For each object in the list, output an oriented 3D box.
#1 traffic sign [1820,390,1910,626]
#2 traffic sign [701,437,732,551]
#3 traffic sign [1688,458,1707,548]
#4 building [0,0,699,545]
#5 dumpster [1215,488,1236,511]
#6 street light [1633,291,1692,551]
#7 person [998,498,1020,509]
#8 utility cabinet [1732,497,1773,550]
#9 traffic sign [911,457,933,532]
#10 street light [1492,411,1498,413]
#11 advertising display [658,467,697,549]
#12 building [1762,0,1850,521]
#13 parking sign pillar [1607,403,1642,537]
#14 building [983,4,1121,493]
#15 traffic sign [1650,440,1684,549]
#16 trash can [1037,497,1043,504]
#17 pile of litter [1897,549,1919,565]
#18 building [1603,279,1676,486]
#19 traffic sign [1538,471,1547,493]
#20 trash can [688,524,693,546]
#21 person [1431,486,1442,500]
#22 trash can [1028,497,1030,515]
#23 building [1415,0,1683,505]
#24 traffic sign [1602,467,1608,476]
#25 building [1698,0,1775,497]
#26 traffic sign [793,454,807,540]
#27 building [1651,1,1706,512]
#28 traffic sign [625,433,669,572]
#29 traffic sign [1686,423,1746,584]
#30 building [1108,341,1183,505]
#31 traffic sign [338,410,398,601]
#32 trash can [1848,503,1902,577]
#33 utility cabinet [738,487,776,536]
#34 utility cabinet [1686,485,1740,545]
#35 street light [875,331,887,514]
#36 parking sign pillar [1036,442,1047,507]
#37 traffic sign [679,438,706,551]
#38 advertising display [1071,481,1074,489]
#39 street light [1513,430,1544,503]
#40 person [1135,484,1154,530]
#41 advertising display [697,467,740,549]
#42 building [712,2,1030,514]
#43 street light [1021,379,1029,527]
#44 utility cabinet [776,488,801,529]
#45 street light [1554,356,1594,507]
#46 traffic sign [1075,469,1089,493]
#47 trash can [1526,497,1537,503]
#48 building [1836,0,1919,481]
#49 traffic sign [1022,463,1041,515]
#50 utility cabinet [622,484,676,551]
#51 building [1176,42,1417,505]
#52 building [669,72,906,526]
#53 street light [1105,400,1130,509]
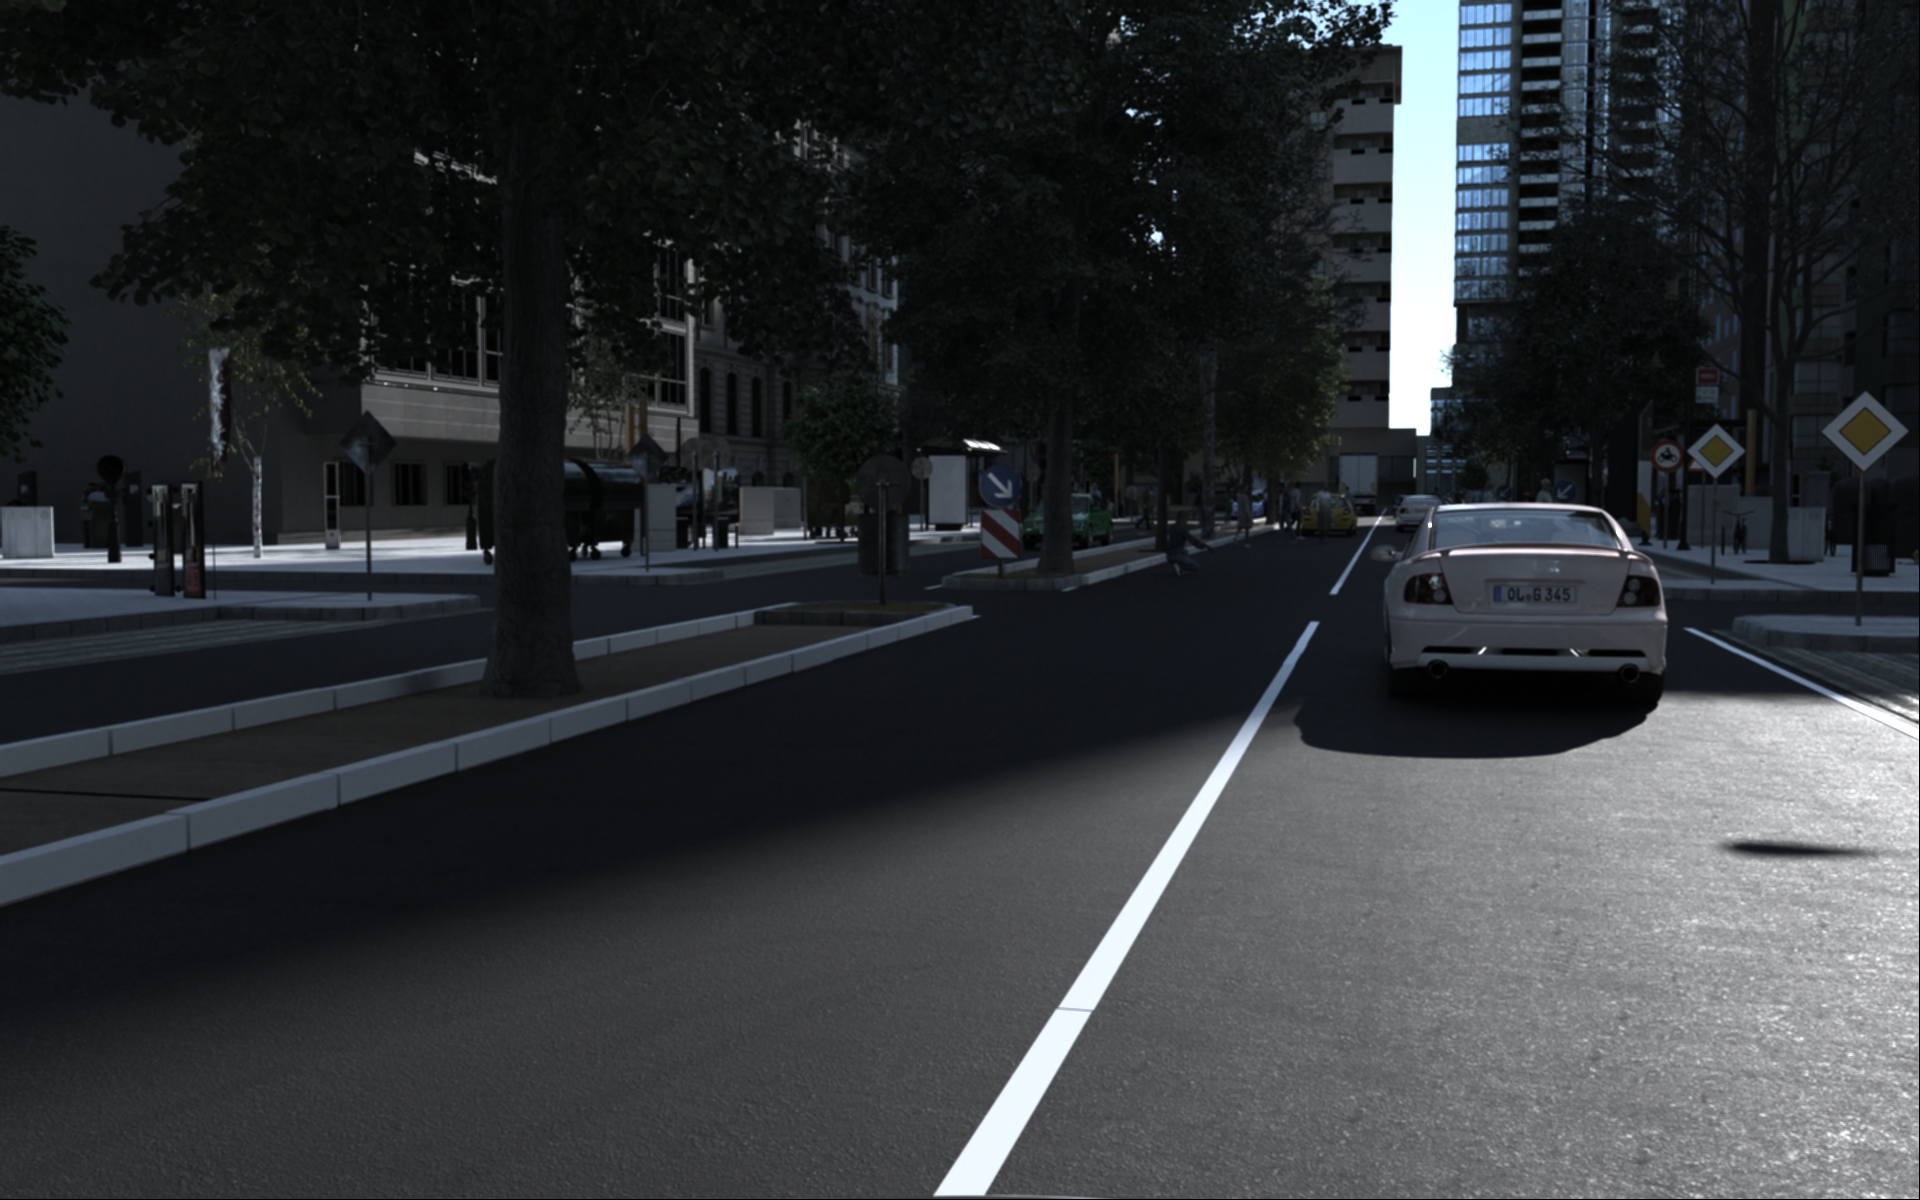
[{"bbox_3d":[8.744,-0.805,16.802,0.795,2.450,0.064,1,4,14],"label":"traffic sign"},{"bbox_3d":[-5.459,-2.362,38.726,0.768,2.556,0.104,1,4,22],"label":"traffic sign"},{"bbox_3d":[17.620,-2.510,41.050,0.884,2.594,0.081,1,4,22],"label":"traffic sign"},{"bbox_3d":[-19.322,-16.008,55.239,14.314,27.812,24.014,1,4,14],"label":"building"},{"bbox_3d":[18.727,-7.043,123.360,1.865,1.857,1.264,1,4,14],"label":"dumpster"},{"bbox_3d":[15.990,-4.094,39.485,1.470,5.913,1.316,1,4,14],"label":"street light"},{"bbox_3d":[1.162,-1.977,41.659,0.563,1.720,0.643,-1,4,-15],"label":"person"},{"bbox_3d":[18.475,-1.771,40.110,1.020,1.237,0.306,1,4,16],"label":"utility cabinet"},{"bbox_3d":[-1.309,-3.606,59.066,0.768,2.556,0.104,1,4,16],"label":"traffic sign"},{"bbox_3d":[30.312,-7.578,96.435,1.470,5.913,1.316,1,4,14],"label":"street light"},{"bbox_3d":[-6.577,-2.167,40.645,0.974,1.923,0.123,-1,4,-22],"label":"advertising display"},{"bbox_3d":[47.570,-24.557,85.094,14.154,41.232,14.086,1,4,14],"label":"building"},{"bbox_3d":[20.025,-3.890,52.076,1.447,3.967,1.447,-1,4,-12],"label":"parking sign pillar"},{"bbox_3d":[-0.436,-34.688,156.393,27.495,52.752,28.713,1,4,14],"label":"building"},{"bbox_3d":[16.554,-2.475,40.577,0.768,2.556,0.104,1,4,22],"label":"traffic sign"},{"bbox_3d":[3.810,-4.028,77.516,0.748,1.137,0.748,0,3,0],"label":"trash can"},{"bbox_3d":[17.978,-1.079,31.613,1.719,0.858,1.176,0,4,7],"label":"pile of litter"},{"bbox_3d":[67.680,-18.036,139.930,27.650,21.520,28.899,1,4,14],"label":"building"},{"bbox_3d":[32.041,-5.854,95.820,0.768,2.556,0.104,1,4,22],"label":"traffic sign"},{"bbox_3d":[-6.909,-1.924,43.105,0.748,1.137,0.748,0,3,0],"label":"trash can"},{"bbox_3d":[23.790,-4.782,86.677,0.713,1.824,0.794,-2,4,-25],"label":"person"},{"bbox_3d":[3.806,-5.070,94.544,0.748,1.137,0.748,0,3,0],"label":"trash can"},{"bbox_3d":[67.770,-53.931,194.445,31.000,86.520,22.319,1,4,14],"label":"building"},{"bbox_3d":[21.886,-3.469,57.910,0.795,2.450,0.064,1,4,23],"label":"traffic sign"},{"bbox_3d":[51.089,-27.457,99.034,14.600,45.320,14.200,1,4,14],"label":"building"},{"bbox_3d":[-4.277,-2.921,47.857,0.768,2.556,0.104,2,4,23],"label":"traffic sign"},{"bbox_3d":[58.296,-41.409,115.289,20.563,71.187,20.611,1,4,14],"label":"building"},{"bbox_3d":[-5.159,-1.522,28.535,0.795,2.450,0.064,1,4,14],"label":"traffic sign"},{"bbox_3d":[10.689,-1.279,24.548,0.795,2.450,0.064,1,4,14],"label":"traffic sign"},{"bbox_3d":[12.796,-22.526,213.342,28.899,21.520,27.650,1,4,14],"label":"building"},{"bbox_3d":[-7.105,-1.049,20.790,0.795,2.450,0.064,1,4,14],"label":"traffic sign"},{"bbox_3d":[14.238,-0.937,26.978,0.748,1.137,0.748,0,3,0],"label":"trash can"},{"bbox_3d":[-6.250,-2.708,52.962,0.318,1.500,1.173,3,5,44],"label":"utility cabinet"},{"bbox_3d":[18.601,-2.086,42.782,1.173,1.500,0.318,1,4,22],"label":"utility cabinet"},{"bbox_3d":[-1.791,-4.613,47.966,1.470,5.913,1.316,1,4,14],"label":"street light"},{"bbox_3d":[4.199,-5.826,83.726,1.447,3.967,1.447,-3,5,-45],"label":"parking sign pillar"},{"bbox_3d":[-5.986,-2.383,39.073,0.768,2.556,0.104,1,4,16],"label":"traffic sign"},{"bbox_3d":[5.312,-5.066,88.048,0.974,1.923,0.123,1,4,12],"label":"advertising display"},{"bbox_3d":[25.476,-6.412,77.385,1.470,5.913,1.316,1,4,14],"label":"street light"},{"bbox_3d":[7.400,-3.719,69.209,0.836,1.842,0.656,-1,4,-15],"label":"person"},{"bbox_3d":[-5.630,-2.166,40.628,0.974,1.923,0.123,-2,4,-34],"label":"advertising display"},{"bbox_3d":[-11.705,-26.164,119.655,32.217,40.220,23.993,1,4,14],"label":"building"},{"bbox_3d":[3.067,-5.793,67.260,1.470,5.913,1.316,1,4,14],"label":"street light"},{"bbox_3d":[-6.404,-3.330,63.123,1.173,1.500,0.318,-1,4,-15],"label":"utility cabinet"},{"bbox_3d":[20.733,-5.255,58.459,1.470,5.913,1.316,1,4,14],"label":"street light"},{"bbox_3d":[6.100,-5.299,86.746,0.768,2.556,0.104,1,4,20],"label":"traffic sign"},{"bbox_3d":[26.410,-4.156,79.596,0.748,1.137,0.748,0,3,0],"label":"trash can"},{"bbox_3d":[39.988,-17.817,63.017,14.160,30.474,14.107,1,4,14],"label":"building"},{"bbox_3d":[2.894,-4.300,70.417,0.768,2.556,0.104,1,4,19],"label":"traffic sign"},{"bbox_3d":[-6.926,-1.829,38.581,1.173,1.500,0.318,-2,4,-35],"label":"utility cabinet"},{"bbox_3d":[40.237,-37.717,205.904,27.495,52.752,28.713,1,4,14],"label":"building"},{"bbox_3d":[-12.577,-16.195,83.867,14.460,24.649,34.723,1,4,14],"label":"building"},{"bbox_3d":[7.836,-6.950,86.180,1.470,5.913,1.316,1,4,14],"label":"street light"}]
